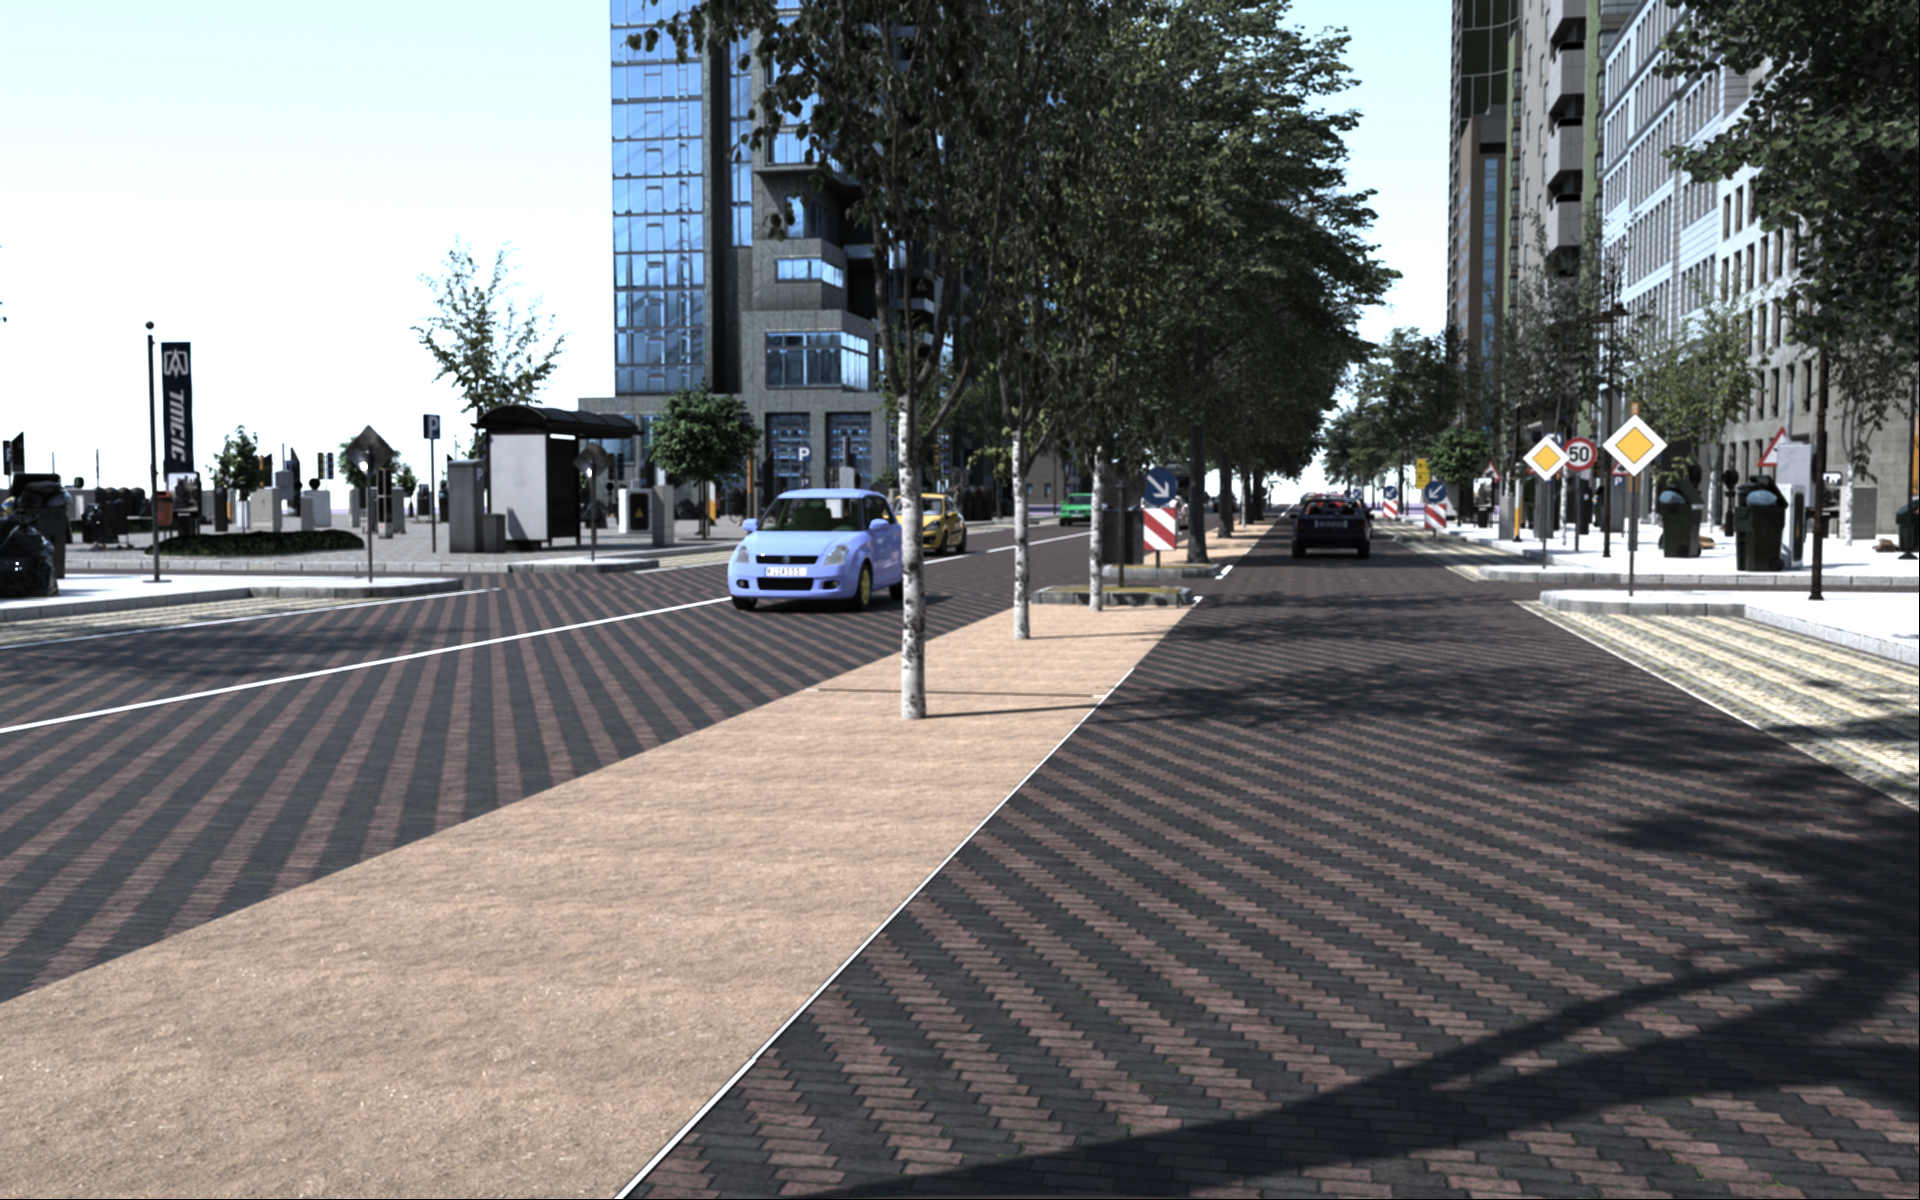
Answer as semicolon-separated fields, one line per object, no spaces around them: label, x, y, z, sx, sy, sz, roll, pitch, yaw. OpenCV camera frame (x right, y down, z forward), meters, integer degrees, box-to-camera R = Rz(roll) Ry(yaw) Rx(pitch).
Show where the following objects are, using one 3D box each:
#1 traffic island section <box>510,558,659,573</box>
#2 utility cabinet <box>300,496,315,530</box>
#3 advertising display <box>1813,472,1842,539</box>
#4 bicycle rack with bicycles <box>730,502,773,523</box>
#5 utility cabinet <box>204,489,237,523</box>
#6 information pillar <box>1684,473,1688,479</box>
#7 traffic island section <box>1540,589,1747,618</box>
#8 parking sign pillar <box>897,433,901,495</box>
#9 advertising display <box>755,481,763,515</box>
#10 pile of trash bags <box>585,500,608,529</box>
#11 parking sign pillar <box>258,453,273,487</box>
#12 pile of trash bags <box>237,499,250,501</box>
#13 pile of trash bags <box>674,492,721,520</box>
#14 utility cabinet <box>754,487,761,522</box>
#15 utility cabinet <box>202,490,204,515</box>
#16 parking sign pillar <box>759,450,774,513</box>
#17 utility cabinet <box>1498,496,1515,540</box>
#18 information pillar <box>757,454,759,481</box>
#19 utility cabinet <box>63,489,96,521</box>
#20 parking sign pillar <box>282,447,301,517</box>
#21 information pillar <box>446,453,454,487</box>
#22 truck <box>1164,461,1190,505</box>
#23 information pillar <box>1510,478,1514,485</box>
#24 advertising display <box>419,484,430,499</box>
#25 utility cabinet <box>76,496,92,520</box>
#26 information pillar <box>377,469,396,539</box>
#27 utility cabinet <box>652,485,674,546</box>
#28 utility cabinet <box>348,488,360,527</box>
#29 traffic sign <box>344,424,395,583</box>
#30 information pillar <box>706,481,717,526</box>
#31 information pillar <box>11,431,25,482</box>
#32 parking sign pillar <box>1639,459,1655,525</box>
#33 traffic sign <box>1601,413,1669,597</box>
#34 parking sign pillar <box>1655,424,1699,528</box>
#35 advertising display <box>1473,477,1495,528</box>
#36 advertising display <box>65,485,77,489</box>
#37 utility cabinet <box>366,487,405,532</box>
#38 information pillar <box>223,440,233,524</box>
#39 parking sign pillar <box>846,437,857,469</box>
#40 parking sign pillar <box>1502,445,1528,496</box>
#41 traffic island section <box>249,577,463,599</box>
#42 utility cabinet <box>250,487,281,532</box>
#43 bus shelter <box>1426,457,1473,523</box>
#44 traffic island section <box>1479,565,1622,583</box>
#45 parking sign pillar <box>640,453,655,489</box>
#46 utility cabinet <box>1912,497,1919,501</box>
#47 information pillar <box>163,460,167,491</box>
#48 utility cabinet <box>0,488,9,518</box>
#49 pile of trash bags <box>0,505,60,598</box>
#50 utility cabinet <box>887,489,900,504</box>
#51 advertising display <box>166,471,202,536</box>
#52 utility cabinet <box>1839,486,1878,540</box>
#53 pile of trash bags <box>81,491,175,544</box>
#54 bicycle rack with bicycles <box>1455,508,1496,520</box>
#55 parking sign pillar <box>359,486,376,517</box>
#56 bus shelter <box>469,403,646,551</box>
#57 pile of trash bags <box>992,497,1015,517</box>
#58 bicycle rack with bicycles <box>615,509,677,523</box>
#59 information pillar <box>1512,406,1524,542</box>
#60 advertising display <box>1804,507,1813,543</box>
traffic island section;-6.988;-0.648;32.877;2.009;0.180;2.903;1;4;11
utility cabinet;-17.180;-2.109;45.645;0.306;1.237;1.020;-1;4;-17
advertising display;24.955;-2.746;50.114;0.974;1.923;0.123;2;4;25
bicycle rack with bicycles;-8.742;-3.869;76.642;2.925;0.926;2.852;0;4;0
utility cabinet;-32.500;-4.132;76.232;1.173;1.500;0.318;-1;4;-10
information pillar;25.735;-3.461;61.077;0.304;2.012;0.304;0;4;-4
traffic island section;8.420;0.036;21.689;2.009;0.180;2.903;1;4;11
parking sign pillar;-2.401;-5.412;76.954;1.447;3.967;1.447;1;4;16
advertising display;-9.973;-4.940;85.983;0.123;1.923;0.974;1;4;11
pile of trash bags;-14.854;-3.376;64.958;3.447;1.369;1.912;0;4;2
parking sign pillar;-44.880;-7.519;111.406;1.447;3.967;1.447;-1;4;-19
pile of trash bags;-41.330;-5.562;100.686;3.447;1.369;1.912;-2;4;-30
pile of trash bags;-13.256;-4.712;86.787;1.912;1.369;3.447;2;4;35
utility cabinet;-6.520;-2.841;55.132;0.318;1.500;1.173;0;3;0
utility cabinet;-37.193;-4.759;86.486;1.173;1.500;0.318;-1;4;-18
parking sign pillar;-11.716;-7.100;104.555;1.447;3.967;1.447;1;4;21
utility cabinet;15.542;-2.327;49.203;0.306;1.237;1.020;2;4;26
information pillar;-11.915;-6.773;102.085;0.183;3.616;0.504;-1;4;-9
utility cabinet;-35.593;-3.754;70.052;1.173;1.500;0.318;-1;4;-19
parking sign pillar;-37.846;-6.719;98.330;1.447;3.967;1.447;-3;4;-38
information pillar;-28.897;-6.540;98.278;0.183;3.616;0.504;3;5;39
truck;18.879;-9.761;148.506;2.839;4.237;11.283;1;4;10
information pillar;25.253;-4.556;78.987;0.304;2.012;0.304;-2;4;-28
advertising display;-32.847;-6.176;106.193;0.123;1.923;0.974;1;4;16
utility cabinet;-32.723;-3.276;64.722;0.306;1.237;1.020;-3;5;-41
information pillar;-16.573;-2.778;49.914;0.304;2.012;0.304;2;4;26
utility cabinet;-7.327;-2.079;42.672;0.318;1.500;1.173;0;4;2
utility cabinet;-23.424;-3.563;66.936;0.318;1.500;1.173;-2;4;-25
traffic sign;-8.517;-1.305;24.978;0.795;2.450;0.064;1;4;11
information pillar;-10.077;-4.798;69.806;0.504;3.616;0.183;1;4;11
information pillar;-34.677;-4.433;63.832;0.183;3.616;0.504;2;4;29
parking sign pillar;29.571;-5.187;73.283;1.447;3.967;1.447;3;4;38
traffic sign;8.395;-1.099;21.616;0.795;2.450;0.064;1;4;11
parking sign pillar;27.415;-4.740;65.965;1.447;3.967;1.447;1;4;23
advertising display;19.697;-3.668;65.180;0.123;1.923;0.974;-2;4;-29
advertising display;-61.514;-7.024;120.054;0.123;1.923;0.974;3;5;40
utility cabinet;-19.279;-3.025;58.143;1.173;1.500;0.318;-2;4;-30
information pillar;-31.720;-5.114;74.975;0.504;3.616;0.183;3;5;43
parking sign pillar;-5.214;-5.757;82.607;1.447;3.967;1.447;0;4;-7
parking sign pillar;30.762;-6.577;96.000;1.447;3.967;1.447;3;4;37
traffic island section;-8.541;-0.169;25.044;2.009;0.180;2.903;1;4;11
utility cabinet;-22.096;-2.837;55.056;1.173;1.500;0.318;2;4;33
bus shelter;22.582;-5.239;79.573;2.014;3.302;5.546;1;4;11
traffic island section;9.973;-0.443;29.522;2.009;0.180;2.903;1;4;11
parking sign pillar;-17.443;-6.616;96.648;1.447;3.967;1.447;1;4;9
utility cabinet;22.074;-1.709;39.100;1.020;1.237;0.306;3;5;45
information pillar;-54.418;-7.792;118.757;0.504;3.616;0.183;1;4;16
utility cabinet;-36.134;-3.488;65.703;1.173;1.500;0.318;-3;5;-41
pile of trash bags;-13.120;-0.727;21.635;3.447;1.369;1.912;-1;4;-19
utility cabinet;-2.759;-3.886;72.220;0.318;1.500;1.173;1;4;13
advertising display;-21.673;-2.640;48.374;0.974;1.923;0.123;1;4;9
utility cabinet;24.929;-2.408;48.054;1.173;1.500;0.318;-2;4;-27
pile of trash bags;-22.397;-2.177;45.348;3.447;1.369;1.912;-1;4;-15
bicycle rack with bicycles;25.402;-4.495;86.879;2.925;0.926;2.852;-1;4;-11
parking sign pillar;-33.566;-6.722;98.371;1.447;3.967;1.447;-1;4;-9
bus shelter;-9.451;-2.898;41.305;2.014;3.302;5.546;1;4;11
pile of trash bags;1.553;-5.385;97.789;3.447;1.369;1.912;-1;4;-9
bicycle rack with bicycles;-14.024;-3.942;77.827;2.925;0.926;2.852;-1;4;-22
information pillar;14.933;-3.356;46.224;0.183;3.616;0.504;2;4;32
advertising display;21.934;-2.462;45.475;0.974;1.923;0.123;-2;4;-29
